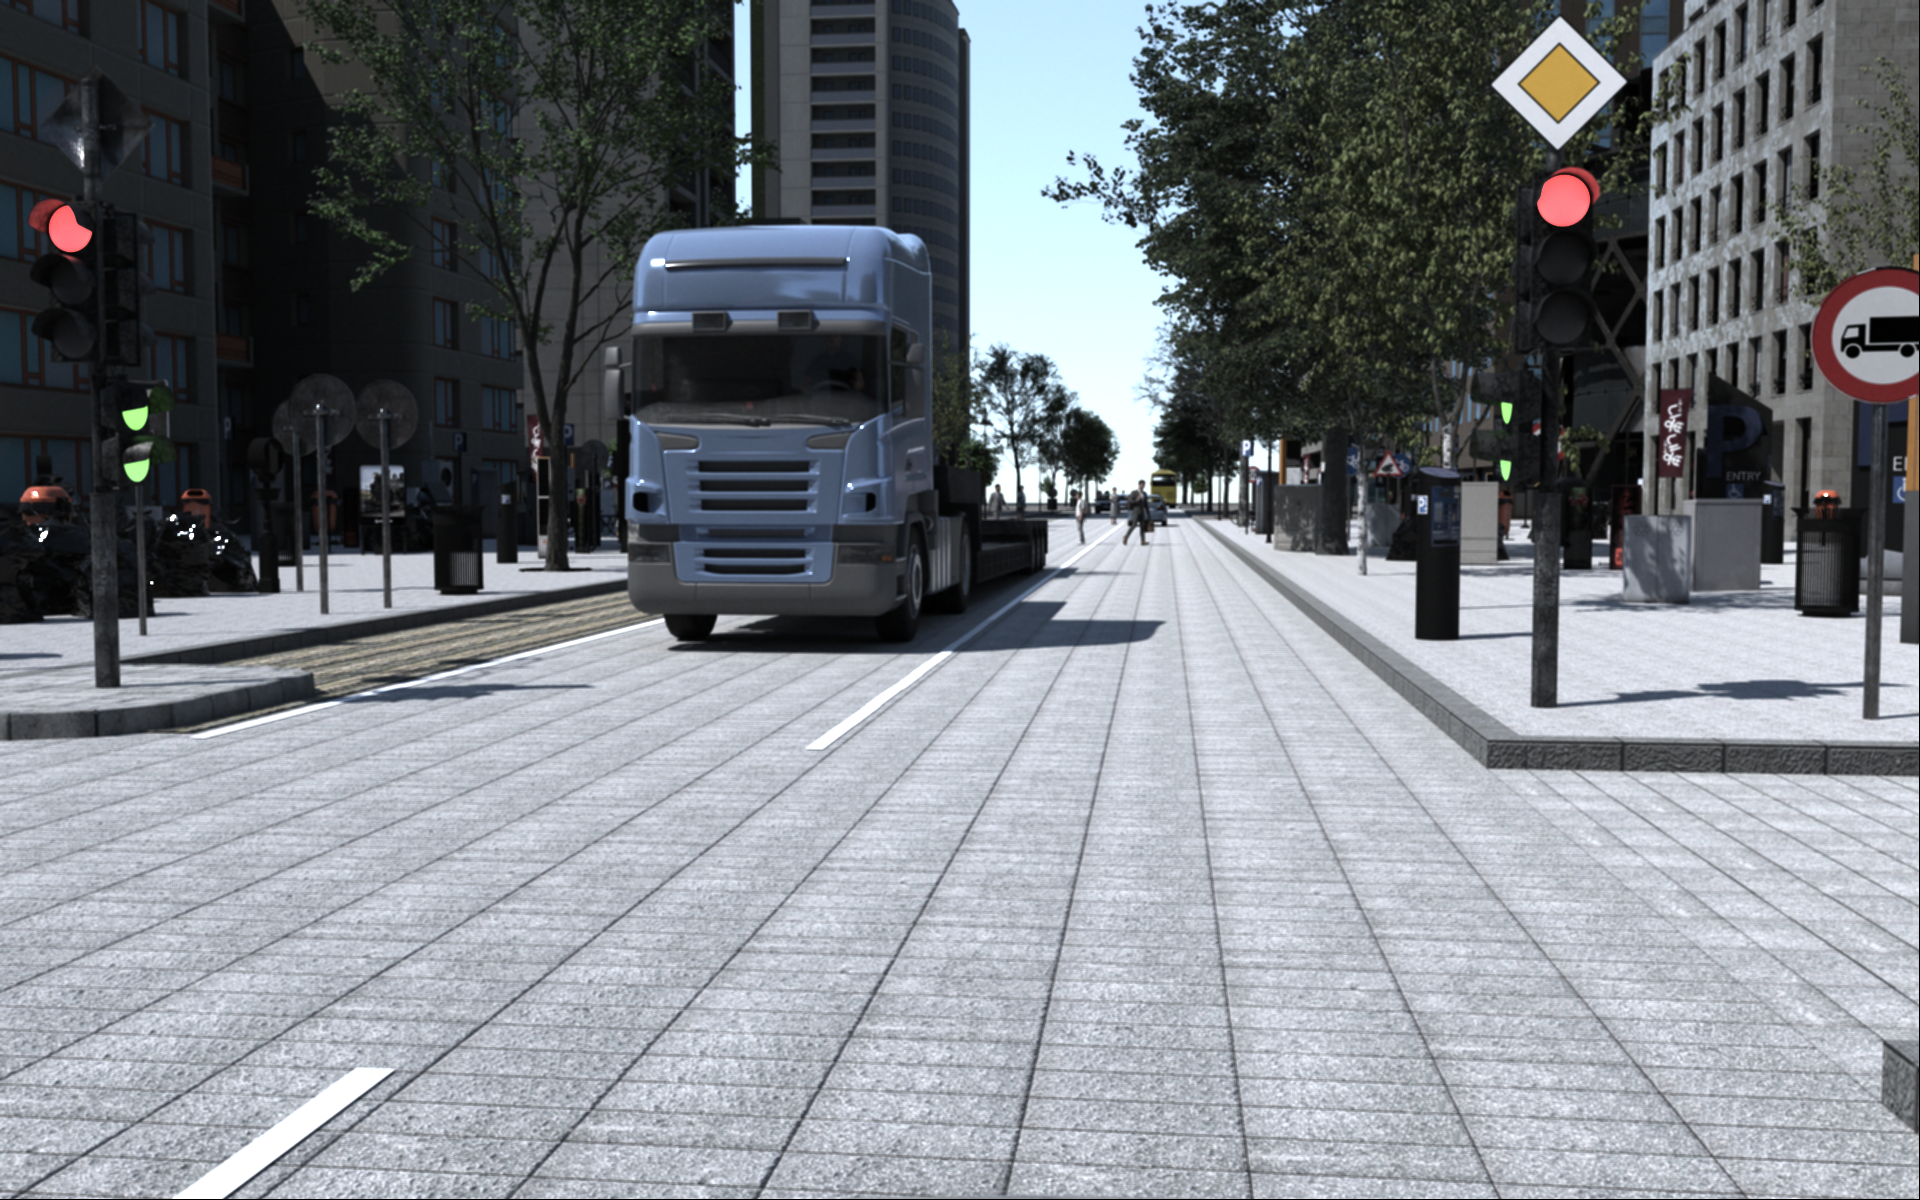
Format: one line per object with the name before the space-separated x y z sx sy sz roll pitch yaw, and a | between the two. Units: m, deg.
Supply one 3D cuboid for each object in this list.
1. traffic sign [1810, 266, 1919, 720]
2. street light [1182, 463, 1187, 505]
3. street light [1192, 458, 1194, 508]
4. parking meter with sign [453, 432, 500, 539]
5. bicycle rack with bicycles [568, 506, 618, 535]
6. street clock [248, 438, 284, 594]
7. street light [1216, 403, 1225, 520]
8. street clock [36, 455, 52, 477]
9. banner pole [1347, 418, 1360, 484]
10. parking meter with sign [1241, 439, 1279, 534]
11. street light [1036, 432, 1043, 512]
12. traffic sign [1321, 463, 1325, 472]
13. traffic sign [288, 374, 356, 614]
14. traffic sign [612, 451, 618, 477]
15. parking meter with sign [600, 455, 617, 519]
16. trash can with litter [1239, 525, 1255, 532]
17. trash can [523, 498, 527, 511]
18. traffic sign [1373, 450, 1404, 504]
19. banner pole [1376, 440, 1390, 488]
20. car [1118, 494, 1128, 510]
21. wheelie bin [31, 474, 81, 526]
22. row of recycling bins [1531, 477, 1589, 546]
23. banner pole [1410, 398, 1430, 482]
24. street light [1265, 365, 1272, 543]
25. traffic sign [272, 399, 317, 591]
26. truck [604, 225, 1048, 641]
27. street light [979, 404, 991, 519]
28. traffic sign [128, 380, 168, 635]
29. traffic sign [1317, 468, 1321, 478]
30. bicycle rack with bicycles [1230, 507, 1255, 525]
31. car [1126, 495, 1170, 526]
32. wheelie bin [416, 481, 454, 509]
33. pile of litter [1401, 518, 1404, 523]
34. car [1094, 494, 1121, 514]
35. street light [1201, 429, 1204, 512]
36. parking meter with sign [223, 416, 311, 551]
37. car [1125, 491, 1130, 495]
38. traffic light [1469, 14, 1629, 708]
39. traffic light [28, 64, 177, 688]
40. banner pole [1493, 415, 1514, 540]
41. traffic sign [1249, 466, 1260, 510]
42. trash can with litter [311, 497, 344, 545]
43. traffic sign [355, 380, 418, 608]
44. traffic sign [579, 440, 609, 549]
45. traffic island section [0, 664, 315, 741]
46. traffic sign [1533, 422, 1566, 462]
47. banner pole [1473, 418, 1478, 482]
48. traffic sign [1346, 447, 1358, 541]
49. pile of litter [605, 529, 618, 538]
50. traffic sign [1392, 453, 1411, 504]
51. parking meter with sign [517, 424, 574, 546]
traffic sign | 5.196 -0.593 9.804 0.768 2.556 0.104 1 4 16
street light | 31.216 -16.502 242.591 0.468 5.910 1.993 0 4 7
street light | 21.612 -11.487 160.606 0.468 5.910 1.993 0 4 7
parking meter with sign | -13.576 -3.261 49.574 0.543 3.016 1.738 3 5 41
bicycle rack with bicycles | -11.663 -2.490 54.102 2.925 0.926 2.852 3 5 41
street clock | -8.948 -1.089 22.382 0.358 2.002 0.471 1 4 11
street light | 12.664 -6.823 84.350 0.468 5.910 1.993 0 4 7
street clock | -16.908 -1.679 32.024 0.358 2.002 0.471 -2 4 -31
banner pole | 11.330 -3.692 50.385 0.863 3.779 0.401 -1 4 -12
parking meter with sign | 9.855 -3.614 55.355 1.738 3.016 0.543 -2 4 -27
street light | 5.868 -9.423 126.848 0.468 5.910 1.993 0 4 7
traffic sign | 11.911 -3.281 55.775 0.606 2.300 0.079 1 4 9
traffic sign | -6.797 -1.122 18.449 0.768 2.556 0.104 0 4 7
traffic sign | -7.996 -2.396 41.298 0.606 2.300 0.079 1 4 9
parking meter with sign | -16.066 -5.029 78.493 0.543 3.016 1.738 -2 4 -30
trash can with litter | 10.775 -2.936 59.069 2.233 1.210 1.678 2 4 26
trash can | -15.660 -3.174 63.556 0.748 1.137 0.748 0 3 0
traffic sign | 12.605 -3.121 51.026 0.884 2.594 0.081 1 4 15
banner pole | 19.452 -5.477 79.569 0.863 3.779 0.401 -1 4 -18
car | 12.713 -7.554 135.517 2.014 1.417 4.499 0 4 7
wheelie bin | -14.686 -1.232 28.047 0.693 1.594 0.980 0 4 4
row of recycling bins | 15.325 -2.262 44.096 1.069 1.692 3.534 0 4 8
banner pole | 11.348 -3.217 42.613 0.863 3.779 0.401 -3 4 -36
street light | 8.129 -4.441 45.402 0.468 5.910 1.993 0 4 7
traffic sign | -8.718 -1.388 22.801 0.768 2.556 0.104 1 4 12
truck | -0.724 -2.088 23.892 2.967 4.110 18.799 0 4 7
street light | 1.276 -7.041 87.906 0.468 5.910 1.993 0 4 7
traffic sign | -7.408 -0.827 15.649 0.606 2.300 0.079 1 4 16
traffic sign | 16.889 -4.893 80.110 0.768 2.556 0.104 1 4 15
bicycle rack with bicycles | 12.556 -3.572 71.778 2.925 0.926 2.852 2 4 31
car | 8.481 -4.050 78.214 2.014 1.417 4.499 0 4 7
wheelie bin | -13.032 -2.139 42.889 0.693 1.594 0.980 2 4 29
pile of litter | 18.062 -3.559 72.147 1.719 0.858 1.176 0 4 -3
car | 10.912 -7.229 127.980 2.009 1.686 4.222 0 4 8
street light | 17.063 -9.105 121.659 0.468 5.910 1.993 0 4 7
parking meter with sign | -15.681 -2.630 39.255 1.738 3.016 0.543 -3 5 -42
car | 15.207 -9.166 159.650 2.009 1.686 4.222 0 4 7
traffic light | 3.504 -1.310 10.335 0.839 4.253 0.868 0 4 7
traffic light | -5.647 -1.374 11.389 0.839 4.253 0.868 0 4 7
banner pole | 15.115 -3.561 48.238 0.863 3.779 0.401 -2 4 -33
traffic sign | 13.379 -4.834 79.145 0.768 2.556 0.104 1 4 15
trash can with litter | -16.089 -1.995 43.671 1.678 1.210 2.233 2 4 32
traffic sign | -6.437 -1.180 19.406 0.768 2.556 0.104 1 4 9
traffic sign | -8.566 -2.471 40.512 0.768 2.556 0.104 1 4 16
traffic island section | -5.685 0.658 11.529 2.009 0.180 2.903 0 4 7
traffic sign | 10.206 -1.841 30.203 0.768 2.556 0.104 1 4 14
banner pole | 16.968 -4.103 57.107 0.401 3.779 0.863 1 4 17
traffic sign | 10.566 -2.870 47.027 0.768 2.556 0.104 1 4 15
pile of litter | -9.615 -2.258 50.876 1.719 0.858 1.176 -1 4 -15
traffic sign | 13.669 -3.297 54.020 0.768 2.556 0.104 1 4 10
parking meter with sign | -10.460 -2.877 43.292 1.738 3.016 0.543 2 4 31
